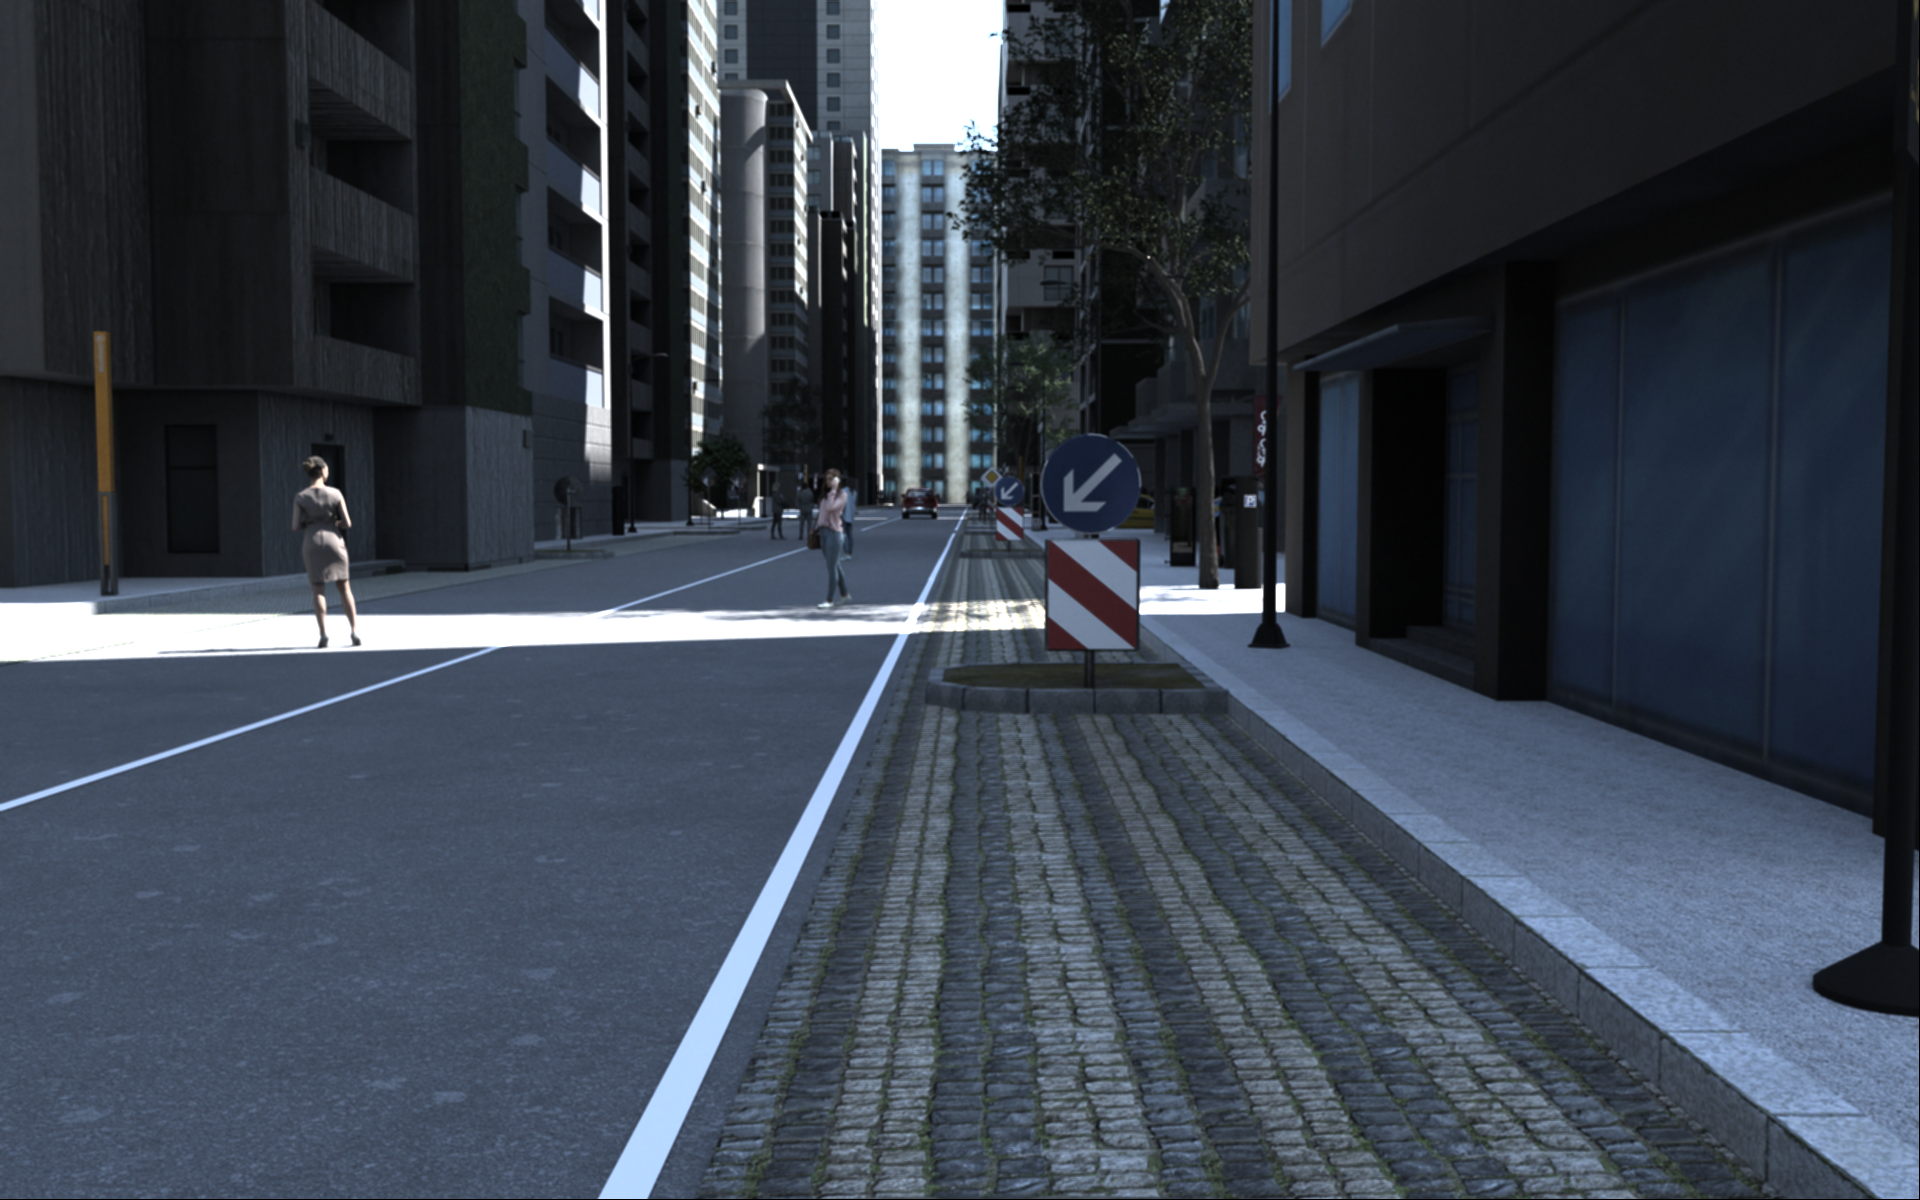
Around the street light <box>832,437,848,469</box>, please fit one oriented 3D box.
[{"bbox_3d":[-9.731,-10.241,139.987,1.470,5.913,1.316,0,4,0],"label":"street light"}]

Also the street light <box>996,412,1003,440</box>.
[{"bbox_3d":[2.935,-7.667,97.904,1.470,5.913,1.316,0,4,0],"label":"street light"}]

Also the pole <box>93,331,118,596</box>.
[{"bbox_3d":[-10.763,-1.711,21.823,0.158,3.312,0.155,0,3,0],"label":"pole"}]

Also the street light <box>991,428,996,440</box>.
[{"bbox_3d":[3.082,-9.092,121.192,1.470,5.913,1.316,0,4,0],"label":"street light"}]

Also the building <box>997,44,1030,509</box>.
[{"bbox_3d":[14.620,-34.032,180.132,21.300,48.544,21.600,0,4,0],"label":"building"}]

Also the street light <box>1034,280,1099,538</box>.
[{"bbox_3d":[2.435,-3.983,37.668,1.470,5.913,1.316,0,4,0],"label":"street light"}]

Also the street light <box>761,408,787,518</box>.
[{"bbox_3d":[-10.032,-7.393,93.411,1.470,5.913,1.316,0,4,0],"label":"street light"}]

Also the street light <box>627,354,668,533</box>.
[{"bbox_3d":[-10.374,-5.196,57.500,1.470,5.913,1.316,0,4,0],"label":"street light"}]

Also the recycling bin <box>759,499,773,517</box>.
[{"bbox_3d":[-10.848,-5.199,97.553,0.722,1.027,0.722,1,4,21],"label":"recycling bin"}]

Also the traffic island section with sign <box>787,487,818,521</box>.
[{"bbox_3d":[-8.346,-5.230,94.146,1.989,1.847,2.006,0,4,0],"label":"traffic island section with sign"}]

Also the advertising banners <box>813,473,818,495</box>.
[{"bbox_3d":[-12.457,-8.951,142.540,2.074,3.025,0.090,2,4,34],"label":"advertising banners"}]

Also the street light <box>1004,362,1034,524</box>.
[{"bbox_3d":[2.402,-5.408,60.957,1.470,5.913,1.316,0,4,0],"label":"street light"}]

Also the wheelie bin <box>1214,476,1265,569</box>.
[{"bbox_3d":[4.843,-1.341,29.836,0.980,1.594,0.693,0,4,-1],"label":"wheelie bin"}]

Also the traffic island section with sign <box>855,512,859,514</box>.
[{"bbox_3d":[-8.134,-6.914,121.667,1.989,1.847,2.006,0,4,0],"label":"traffic island section with sign"}]

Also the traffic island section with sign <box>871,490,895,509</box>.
[{"bbox_3d":[-7.732,-9.953,171.362,1.989,1.847,2.006,0,4,0],"label":"traffic island section with sign"}]

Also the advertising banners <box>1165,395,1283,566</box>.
[{"bbox_3d":[4.675,-2.109,30.671,2.074,3.025,0.090,0,4,-3],"label":"advertising banners"}]

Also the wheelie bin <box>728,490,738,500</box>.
[{"bbox_3d":[-16.136,-6.998,122.328,0.980,1.594,0.693,-1,4,-9],"label":"wheelie bin"}]

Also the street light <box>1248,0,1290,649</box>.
[{"bbox_3d":[2.054,-2.559,14.382,1.470,5.913,1.316,0,4,0],"label":"street light"}]

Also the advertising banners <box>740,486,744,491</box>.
[{"bbox_3d":[-16.161,-8.383,133.250,2.074,3.025,0.090,-2,4,-32],"label":"advertising banners"}]

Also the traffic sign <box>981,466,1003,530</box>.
[{"bbox_3d":[1.131,-3.532,61.398,0.795,2.450,0.064,0,4,0],"label":"traffic sign"}]

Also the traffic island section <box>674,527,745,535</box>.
[{"bbox_3d":[-8.936,-2.402,61.561,2.009,0.180,2.903,0,4,0],"label":"traffic island section"}]

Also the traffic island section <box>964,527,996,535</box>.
[{"bbox_3d":[1.155,-2.397,61.475,2.009,0.180,2.903,0,4,0],"label":"traffic island section"}]

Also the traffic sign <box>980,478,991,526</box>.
[{"bbox_3d":[1.195,-4.021,69.383,0.795,2.450,0.064,0,4,0],"label":"traffic sign"}]

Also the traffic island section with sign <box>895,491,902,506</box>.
[{"bbox_3d":[-7.501,-11.662,199.304,1.989,1.847,2.006,0,4,0],"label":"traffic island section with sign"}]

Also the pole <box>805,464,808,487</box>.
[{"bbox_3d":[-10.413,-7.568,117.582,0.158,3.312,0.155,0,3,0],"label":"pole"}]

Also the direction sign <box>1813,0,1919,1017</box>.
[{"bbox_3d":[2.389,-0.754,4.320,0.379,3.537,0.876,2,4,35],"label":"direction sign"}]

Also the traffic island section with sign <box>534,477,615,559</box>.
[{"bbox_3d":[-8.795,-1.834,38.606,1.989,1.847,2.006,0,4,0],"label":"traffic island section with sign"}]

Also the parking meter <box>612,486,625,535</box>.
[{"bbox_3d":[-10.649,-2.785,53.953,0.372,1.533,0.369,0,3,0],"label":"parking meter"}]

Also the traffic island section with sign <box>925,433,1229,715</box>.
[{"bbox_3d":[0.761,-0.215,12.151,1.989,1.847,2.006,0,4,0],"label":"traffic island section with sign"}]

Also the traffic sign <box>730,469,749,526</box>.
[{"bbox_3d":[-8.848,-4.027,69.484,0.795,2.450,0.064,0,4,0],"label":"traffic sign"}]

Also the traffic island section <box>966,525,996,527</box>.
[{"bbox_3d":[1.219,-2.886,69.460,2.009,0.180,2.903,0,4,0],"label":"traffic island section"}]

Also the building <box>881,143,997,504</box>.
[{"bbox_3d":[-3.587,-37.873,238.830,30.456,49.044,23.786,0,4,0],"label":"building"}]

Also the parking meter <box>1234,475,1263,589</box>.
[{"bbox_3d":[3.907,-0.919,23.436,0.372,1.533,0.369,0,3,0],"label":"parking meter"}]

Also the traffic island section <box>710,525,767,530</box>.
[{"bbox_3d":[-8.872,-2.891,69.546,2.009,0.180,2.903,0,4,0],"label":"traffic island section"}]

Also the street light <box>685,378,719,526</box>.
[{"bbox_3d":[-10.346,-5.937,69.616,1.470,5.913,1.316,0,4,0],"label":"street light"}]

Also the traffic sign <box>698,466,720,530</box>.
[{"bbox_3d":[-8.912,-3.539,61.499,0.795,2.450,0.064,0,4,0],"label":"traffic sign"}]

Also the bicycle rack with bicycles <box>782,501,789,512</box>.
[{"bbox_3d":[-13.567,-6.905,126.279,2.852,0.926,2.925,3,5,41],"label":"bicycle rack with bicycles"}]

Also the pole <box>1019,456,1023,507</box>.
[{"bbox_3d":[3.256,-6.021,92.288,0.158,3.312,0.155,0,3,0],"label":"pole"}]

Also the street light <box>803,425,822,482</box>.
[{"bbox_3d":[-9.997,-8.817,116.700,1.470,5.913,1.316,0,4,0],"label":"street light"}]
